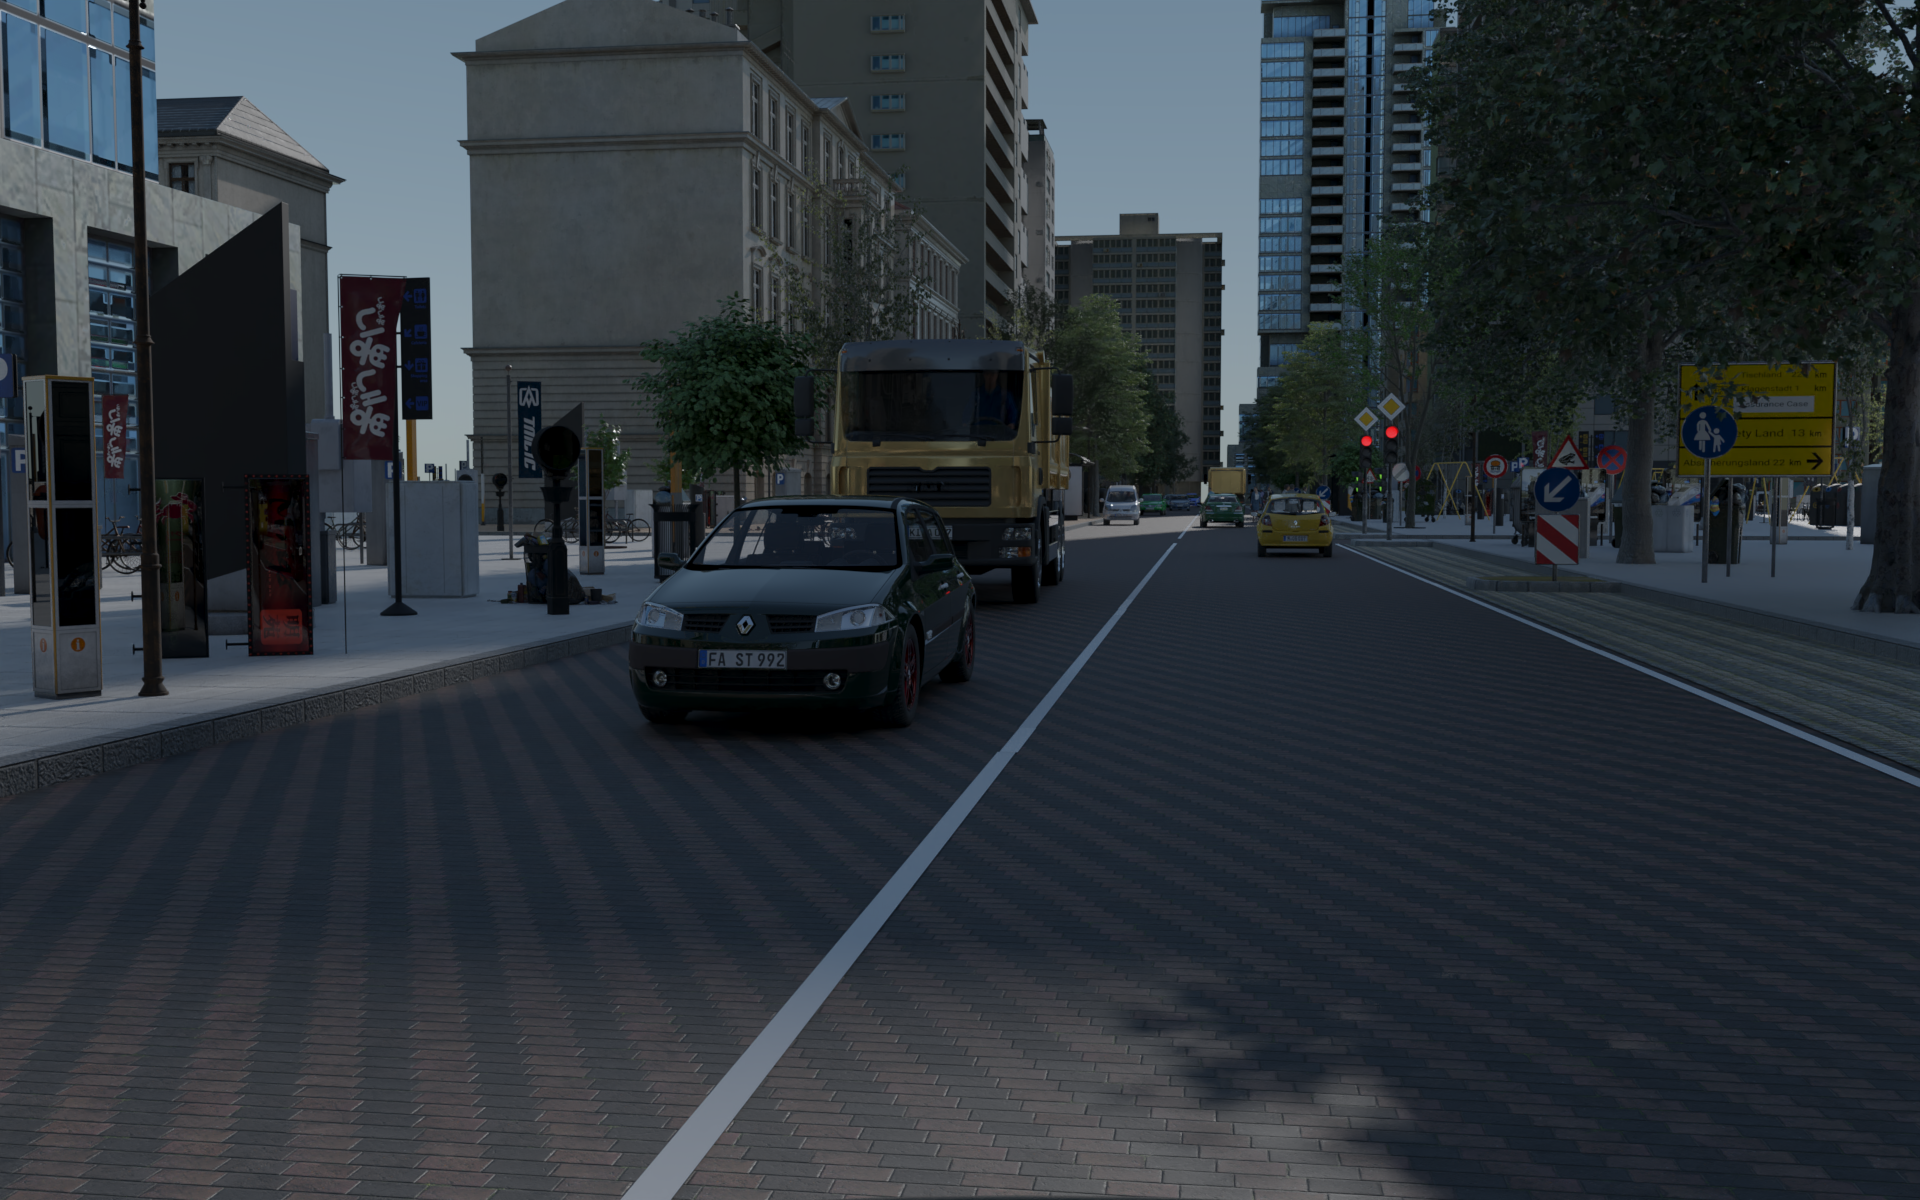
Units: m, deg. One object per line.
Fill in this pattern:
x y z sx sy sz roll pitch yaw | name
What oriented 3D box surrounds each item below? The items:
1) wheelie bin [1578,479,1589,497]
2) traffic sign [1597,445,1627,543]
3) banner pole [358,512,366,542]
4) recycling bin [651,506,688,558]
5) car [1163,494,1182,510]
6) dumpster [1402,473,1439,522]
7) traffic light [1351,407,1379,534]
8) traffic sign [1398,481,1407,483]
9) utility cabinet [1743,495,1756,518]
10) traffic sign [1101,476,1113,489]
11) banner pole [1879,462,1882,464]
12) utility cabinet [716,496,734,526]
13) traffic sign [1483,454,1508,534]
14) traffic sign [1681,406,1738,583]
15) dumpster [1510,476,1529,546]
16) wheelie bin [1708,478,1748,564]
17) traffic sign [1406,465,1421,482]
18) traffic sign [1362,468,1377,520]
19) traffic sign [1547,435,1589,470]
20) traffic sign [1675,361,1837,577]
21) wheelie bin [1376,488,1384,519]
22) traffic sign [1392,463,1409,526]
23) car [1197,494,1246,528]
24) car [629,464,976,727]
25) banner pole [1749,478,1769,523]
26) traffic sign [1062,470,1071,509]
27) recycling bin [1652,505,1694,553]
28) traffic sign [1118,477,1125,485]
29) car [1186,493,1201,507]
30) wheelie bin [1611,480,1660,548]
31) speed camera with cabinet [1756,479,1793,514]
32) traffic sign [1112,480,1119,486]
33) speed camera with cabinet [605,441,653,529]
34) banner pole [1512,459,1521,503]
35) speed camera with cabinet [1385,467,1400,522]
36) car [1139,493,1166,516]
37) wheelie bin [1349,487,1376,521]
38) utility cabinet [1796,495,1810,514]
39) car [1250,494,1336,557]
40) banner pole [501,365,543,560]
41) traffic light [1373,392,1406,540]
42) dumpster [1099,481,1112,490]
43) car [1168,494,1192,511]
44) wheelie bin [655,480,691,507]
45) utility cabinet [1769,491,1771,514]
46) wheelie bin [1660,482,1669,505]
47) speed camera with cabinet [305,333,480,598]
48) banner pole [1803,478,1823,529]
13.098 -1.800 37.339 0.980 1.594 0.693 0 4 -7 | wheelie bin
16.935 -2.747 45.012 0.768 2.556 0.104 1 4 14 | traffic sign
-16.046 -3.462 46.622 0.401 3.779 0.863 -2 4 -24 | banner pole
-5.896 -1.382 35.157 0.722 1.027 0.722 -1 4 -11 | recycling bin
19.174 -8.877 156.937 2.131 1.459 4.920 1 4 9 | car
20.968 -4.680 79.005 1.502 2.255 1.985 1 4 8 | dumpster
13.060 -4.095 55.875 0.839 4.253 0.868 1 4 8 | traffic light
20.728 -5.026 82.184 0.884 2.594 0.081 1 4 13 | traffic sign
42.482 -5.047 93.681 1.020 1.237 0.306 0 4 -6 | utility cabinet
10.274 -7.418 121.283 0.884 2.594 0.081 1 4 12 | traffic sign
62.936 -7.842 118.235 0.863 3.779 0.401 -2 4 -33 | banner pole
-9.038 -3.371 66.274 1.020 1.237 0.306 0 4 5 | utility cabinet
17.232 -3.406 55.798 0.768 2.556 0.104 1 4 16 | traffic sign
10.769 -1.521 24.974 0.768 2.556 0.104 1 4 9 | traffic sign
14.537 -2.296 43.296 1.264 1.857 1.865 1 4 8 | dumpster
14.119 -1.470 31.940 0.693 1.594 0.980 2 4 32 | wheelie bin
19.352 -4.532 74.209 0.768 2.556 0.104 1 4 11 | traffic sign
20.360 -5.265 86.087 0.884 2.594 0.081 1 4 16 | traffic sign
13.330 -2.325 38.017 0.884 2.594 0.081 1 4 16 | traffic sign
12.227 -2.007 26.680 2.265 3.308 0.079 1 4 13 | traffic sign
20.943 -4.868 87.505 0.980 1.594 0.693 3 5 41 | wheelie bin
17.867 -4.285 70.160 0.768 2.556 0.104 1 4 14 | traffic sign
11.437 -3.908 75.693 2.131 1.459 4.920 0 4 6 | car
-0.952 -0.135 12.001 2.009 1.686 4.222 1 4 8 | car
35.339 -5.292 76.535 0.863 3.779 0.401 3 5 39 | banner pole
4.816 -4.949 81.028 0.768 2.556 0.104 1 4 11 | traffic sign
15.698 -1.567 38.172 0.722 1.027 0.722 3 4 39 | recycling bin
12.093 -8.002 130.938 0.768 2.556 0.104 1 4 9 | traffic sign
25.269 -10.967 188.897 1.945 1.707 3.694 0 4 7 | car
15.909 -2.030 41.102 0.693 1.594 0.980 -1 4 -19 | wheelie bin
51.470 -7.039 109.418 0.660 3.252 2.038 -3 5 -44 | speed camera with cabinet
11.133 -7.649 125.063 0.884 2.594 0.081 1 4 10 | traffic sign
-12.455 -4.325 65.046 0.660 3.252 2.038 2 4 33 | speed camera with cabinet
39.733 -8.185 123.839 0.863 3.779 0.401 3 4 38 | banner pole
19.859 -5.214 79.577 0.660 3.252 2.038 1 4 11 | speed camera with cabinet
12.918 -6.593 116.590 1.959 1.807 4.718 1 4 9 | car
18.814 -4.494 81.386 0.980 1.594 0.693 -1 4 -18 | wheelie bin
55.287 -6.264 113.576 1.020 1.237 0.306 -2 4 -27 | utility cabinet
7.852 -1.868 40.760 2.015 1.641 3.980 1 4 10 | car
-8.532 -2.674 33.733 0.863 3.779 0.401 -2 4 -24 | banner pole
11.897 -3.612 47.975 0.839 4.253 0.868 1 4 8 | traffic light
10.357 -7.403 123.527 1.502 2.255 1.985 1 4 8 | dumpster
18.802 -8.335 148.274 2.014 1.417 4.499 0 4 7 | car
-6.640 -1.963 40.009 0.693 1.594 0.980 1 4 9 | wheelie bin
50.668 -6.043 107.480 0.318 1.500 1.173 0 4 -5 | utility cabinet
18.505 -2.308 45.642 0.693 1.594 0.980 0 4 1 | wheelie bin
-7.080 -1.664 21.538 2.038 3.252 0.660 0 4 4 | speed camera with cabinet
31.769 -4.545 64.334 0.863 3.779 0.401 1 4 14 | banner pole
